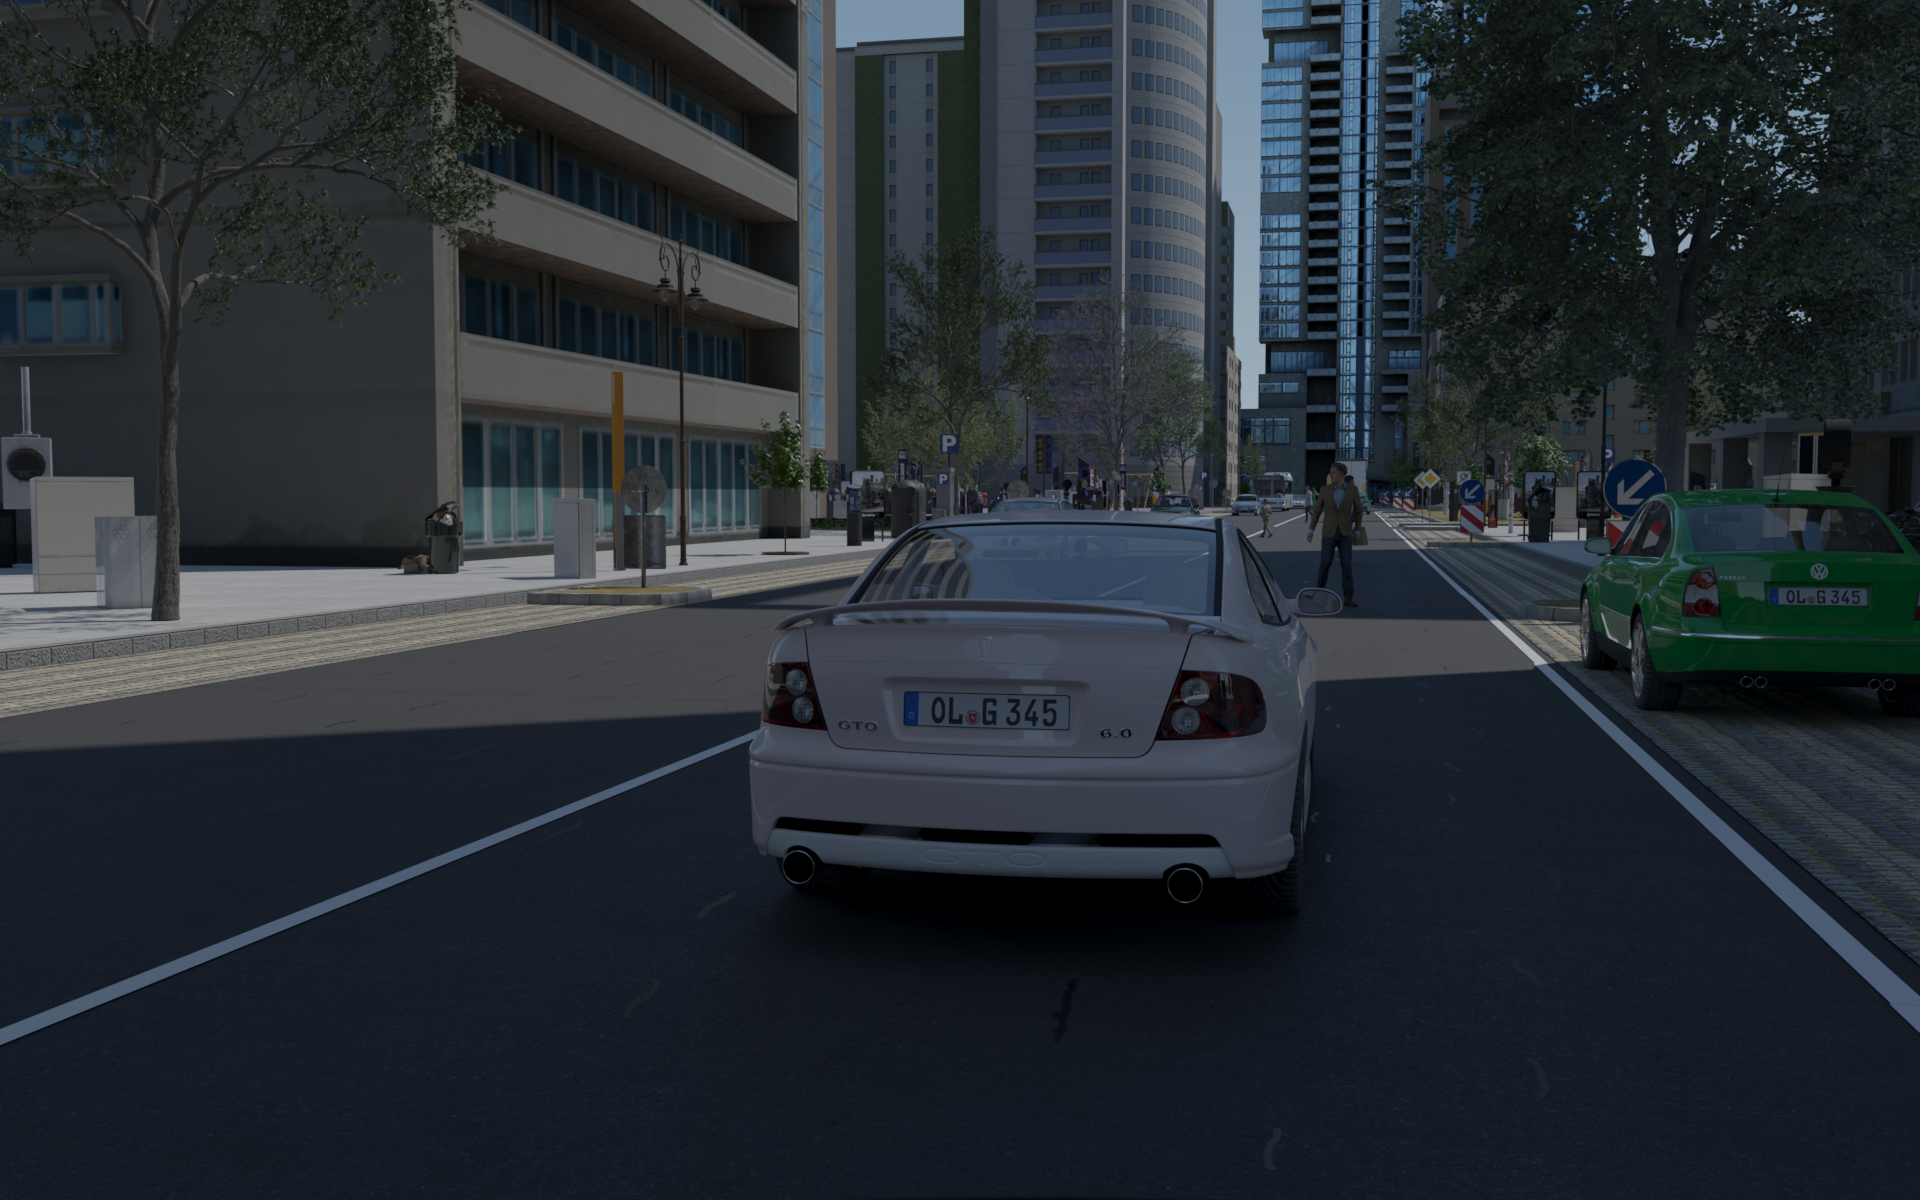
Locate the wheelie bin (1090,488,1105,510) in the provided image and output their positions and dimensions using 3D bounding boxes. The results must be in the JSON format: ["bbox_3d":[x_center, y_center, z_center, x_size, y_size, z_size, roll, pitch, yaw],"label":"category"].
[{"bbox_3d":[6.792,-4.751,85.587,0.693,1.594,0.980,1,4,8],"label":"wheelie bin"}]

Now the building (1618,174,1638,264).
[{"bbox_3d":[79.983,-37.571,237.980,21.600,48.544,21.300,1,4,13],"label":"building"}]

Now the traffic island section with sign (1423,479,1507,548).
[{"bbox_3d":[13.643,-2.329,46.701,1.989,1.847,2.006,1,4,13],"label":"traffic island section with sign"}]

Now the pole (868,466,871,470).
[{"bbox_3d":[-6.609,-8.092,126.146,0.158,3.312,0.155,0,3,0],"label":"pole"}]

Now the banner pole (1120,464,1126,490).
[{"bbox_3d":[11.764,-8.372,126.892,0.863,3.779,0.401,0,4,-3],"label":"banner pole"}]

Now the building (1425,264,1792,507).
[{"bbox_3d":[58.063,-19.266,160.039,27.650,21.520,28.899,1,4,13],"label":"building"}]

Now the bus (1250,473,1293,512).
[{"bbox_3d":[26.154,-9.162,144.656,2.948,3.499,13.247,1,4,14],"label":"bus"}]

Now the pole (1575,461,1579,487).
[{"bbox_3d":[38.403,-6.974,107.870,0.158,3.312,0.155,0,3,0],"label":"pole"}]

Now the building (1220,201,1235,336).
[{"bbox_3d":[31.274,-34.335,244.968,14.086,41.232,14.154,1,4,13],"label":"building"}]

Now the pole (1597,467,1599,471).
[{"bbox_3d":[48.538,-8.438,131.804,0.158,3.312,0.155,0,3,0],"label":"pole"}]

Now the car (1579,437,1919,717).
[{"bbox_3d":[5.644,-0.231,12.572,1.959,1.807,4.718,1,4,13],"label":"car"}]

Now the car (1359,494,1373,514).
[{"bbox_3d":[28.256,-6.812,123.172,2.131,1.459,4.920,1,4,14],"label":"car"}]

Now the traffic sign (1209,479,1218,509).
[{"bbox_3d":[21.574,-9.017,147.537,0.768,2.556,0.104,1,4,13],"label":"traffic sign"}]

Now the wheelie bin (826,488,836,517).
[{"bbox_3d":[-7.074,-5.210,93.097,0.693,1.594,0.980,-3,4,-36],"label":"wheelie bin"}]

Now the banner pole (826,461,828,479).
[{"bbox_3d":[-10.088,-8.645,131.365,0.401,3.779,0.863,0,4,-3],"label":"banner pole"}]

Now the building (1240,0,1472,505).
[{"bbox_3d":[54.261,-56.901,242.996,31.000,86.520,22.319,1,4,13],"label":"building"}]

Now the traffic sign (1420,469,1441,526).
[{"bbox_3d":[18.632,-3.976,68.655,0.795,2.450,0.064,1,4,13],"label":"traffic sign"}]

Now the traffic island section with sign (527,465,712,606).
[{"bbox_3d":[-4.404,-0.881,23.032,1.989,1.847,2.006,1,4,13],"label":"traffic island section with sign"}]

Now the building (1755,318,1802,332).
[{"bbox_3d":[108.091,-21.423,195.307,28.899,21.520,27.650,1,4,13],"label":"building"}]

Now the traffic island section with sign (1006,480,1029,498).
[{"bbox_3d":[1.601,-2.488,49.312,1.989,1.847,2.006,1,4,13],"label":"traffic island section with sign"}]

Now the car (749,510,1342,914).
[{"bbox_3d":[0.572,0.301,7.433,2.083,1.381,4.827,1,4,12],"label":"car"}]

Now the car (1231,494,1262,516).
[{"bbox_3d":[19.084,-6.311,115.193,2.014,1.417,4.499,1,4,14],"label":"car"}]

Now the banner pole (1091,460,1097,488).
[{"bbox_3d":[10.000,-8.494,128.894,0.401,3.779,0.863,3,5,40],"label":"banner pole"}]

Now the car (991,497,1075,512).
[{"bbox_3d":[1.454,-1.398,35.216,2.083,1.381,4.827,1,4,12],"label":"car"}]

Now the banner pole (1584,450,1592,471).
[{"bbox_3d":[35.380,-6.578,97.574,0.401,3.779,0.863,-1,4,-14],"label":"banner pole"}]

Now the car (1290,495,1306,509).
[{"bbox_3d":[32.336,-9.341,165.093,2.083,1.381,4.827,1,4,13],"label":"car"}]

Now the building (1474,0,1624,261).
[{"bbox_3d":[65.054,-54.375,201.701,22.319,86.520,31.000,1,4,13],"label":"building"}]

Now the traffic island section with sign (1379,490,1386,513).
[{"bbox_3d":[32.262,-7.318,128.277,1.989,1.847,2.006,1,4,13],"label":"traffic island section with sign"}]

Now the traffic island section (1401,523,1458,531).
[{"bbox_3d":[18.657,-2.841,68.727,2.009,0.180,2.903,1,4,13],"label":"traffic island section"}]

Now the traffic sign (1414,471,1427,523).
[{"bbox_3d":[20.410,-4.452,76.440,0.795,2.450,0.064,1,4,13],"label":"traffic sign"}]

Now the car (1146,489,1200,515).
[{"bbox_3d":[8.234,-3.474,66.580,2.009,1.686,4.222,1,4,13],"label":"car"}]

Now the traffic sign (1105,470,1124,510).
[{"bbox_3d":[6.357,-4.148,71.469,0.795,2.450,0.064,1,4,13],"label":"traffic sign"}]

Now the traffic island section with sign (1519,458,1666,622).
[{"bbox_3d":[7.554,-0.696,20.011,1.989,1.847,2.006,1,4,13],"label":"traffic island section with sign"}]

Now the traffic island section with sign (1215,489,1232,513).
[{"bbox_3d":[20.034,-7.422,129.978,1.989,1.847,2.006,1,4,13],"label":"traffic island section with sign"}]

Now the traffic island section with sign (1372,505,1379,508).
[{"bbox_3d":[43.379,-10.290,176.868,1.989,1.847,2.006,1,4,13],"label":"traffic island section with sign"}]

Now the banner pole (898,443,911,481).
[{"bbox_3d":[-2.687,-5.809,84.987,0.863,3.779,0.401,-2,4,-31],"label":"banner pole"}]

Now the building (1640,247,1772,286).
[{"bbox_3d":[88.747,-26.618,206.905,14.107,30.474,14.160,1,4,13],"label":"building"}]

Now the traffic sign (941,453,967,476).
[{"bbox_3d":[-0.237,-3.135,51.266,0.884,2.594,0.081,1,4,13],"label":"traffic sign"}]

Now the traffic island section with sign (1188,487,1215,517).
[{"bbox_3d":[13.994,-5.810,103.618,1.989,1.847,2.006,1,4,13],"label":"traffic island section with sign"}]

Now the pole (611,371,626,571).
[{"bbox_3d":[-5.703,-2.145,28.907,0.158,3.312,0.155,0,3,0],"label":"pole"}]

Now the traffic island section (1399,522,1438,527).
[{"bbox_3d":[20.435,-3.317,76.512,2.009,0.180,2.903,1,4,13],"label":"traffic island section"}]

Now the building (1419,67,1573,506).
[{"bbox_3d":[55.932,-32.523,181.858,14.600,45.320,14.200,1,4,13],"label":"building"}]

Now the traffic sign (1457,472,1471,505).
[{"bbox_3d":[22.543,-4.612,77.532,0.606,2.300,0.079,1,4,16],"label":"traffic sign"}]

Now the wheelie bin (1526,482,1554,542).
[{"bbox_3d":[15.426,-2.334,46.075,0.693,1.594,0.980,1,4,17],"label":"wheelie bin"}]

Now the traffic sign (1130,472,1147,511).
[{"bbox_3d":[8.135,-4.625,79.254,0.795,2.450,0.064,1,4,13],"label":"traffic sign"}]

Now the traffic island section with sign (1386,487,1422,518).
[{"bbox_3d":[26.274,-5.710,101.993,1.989,1.847,2.006,1,4,13],"label":"traffic island section with sign"}]
